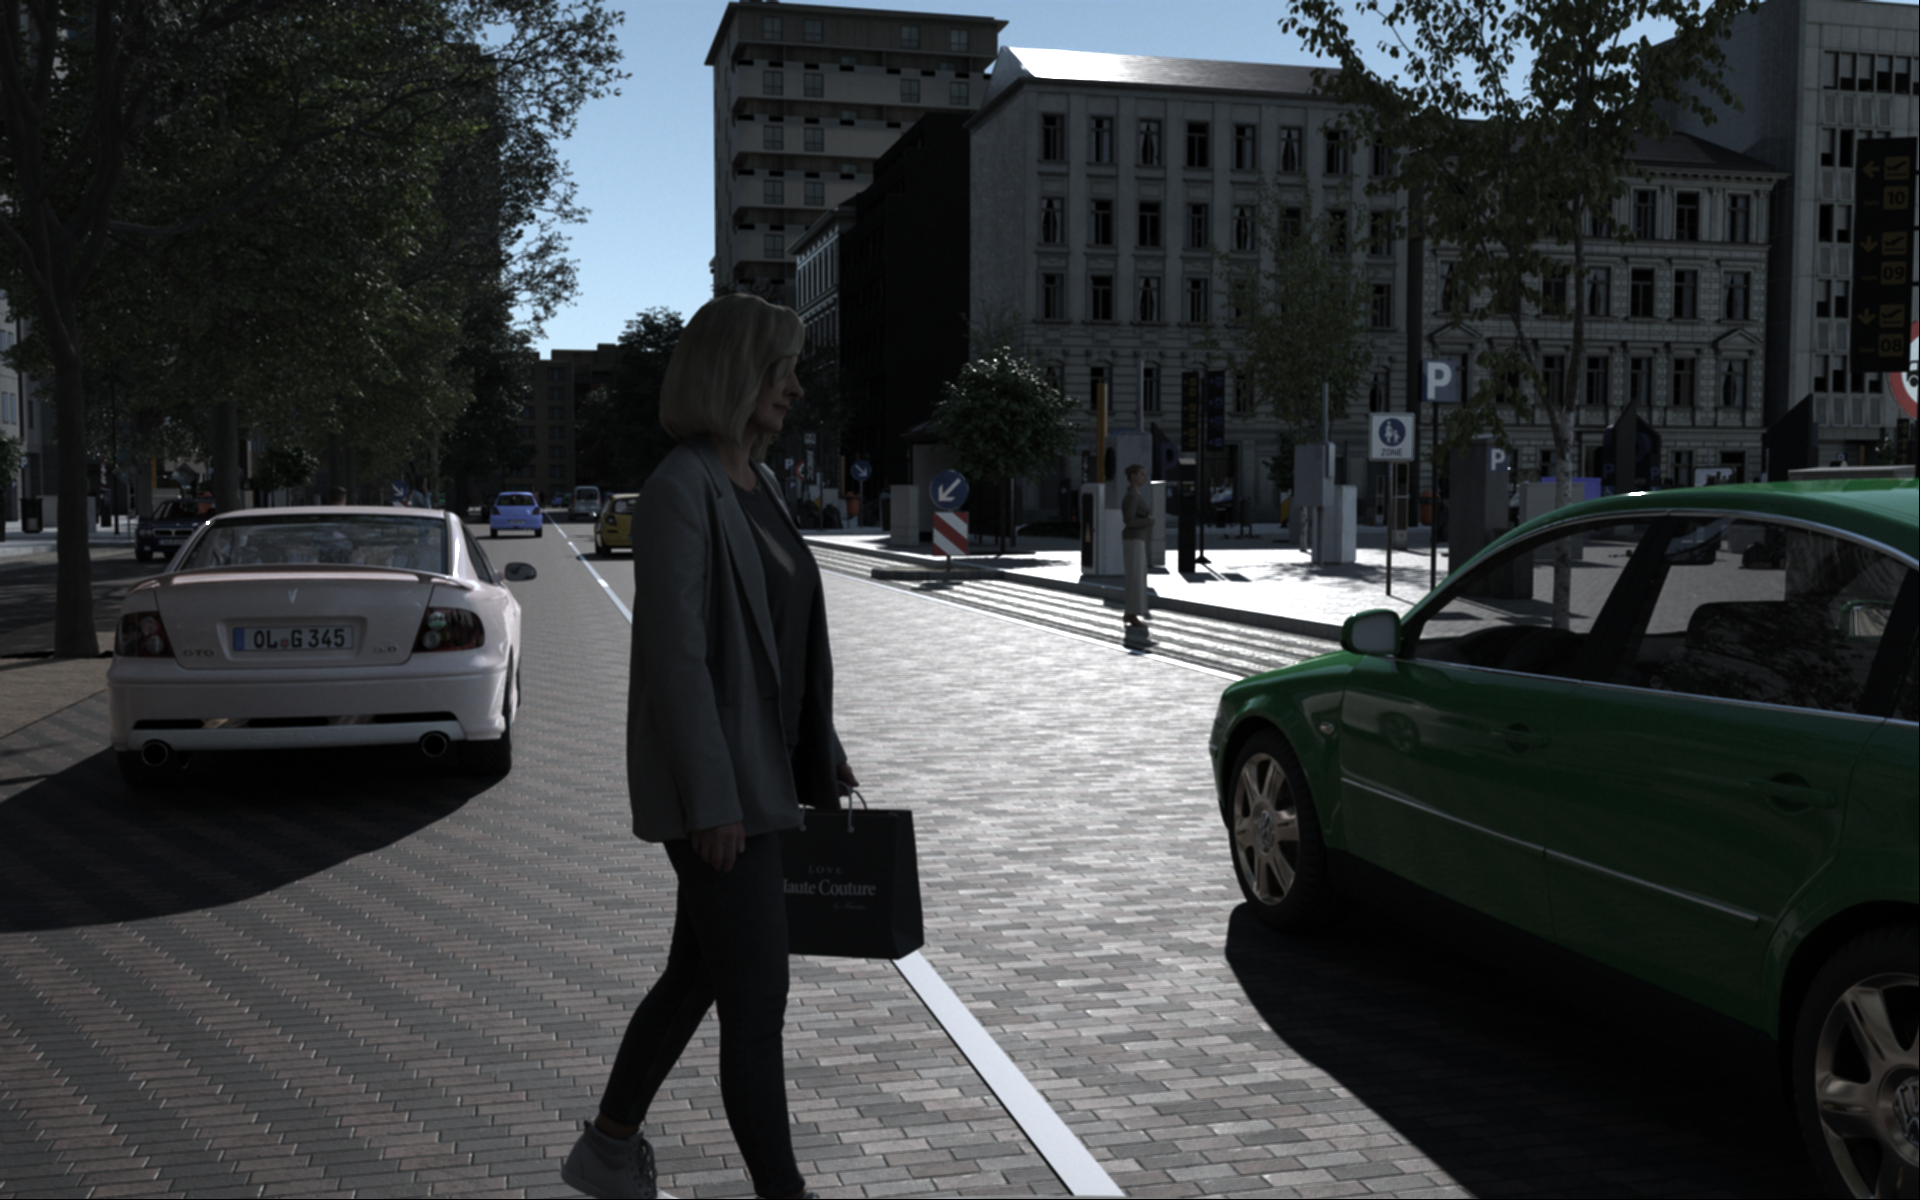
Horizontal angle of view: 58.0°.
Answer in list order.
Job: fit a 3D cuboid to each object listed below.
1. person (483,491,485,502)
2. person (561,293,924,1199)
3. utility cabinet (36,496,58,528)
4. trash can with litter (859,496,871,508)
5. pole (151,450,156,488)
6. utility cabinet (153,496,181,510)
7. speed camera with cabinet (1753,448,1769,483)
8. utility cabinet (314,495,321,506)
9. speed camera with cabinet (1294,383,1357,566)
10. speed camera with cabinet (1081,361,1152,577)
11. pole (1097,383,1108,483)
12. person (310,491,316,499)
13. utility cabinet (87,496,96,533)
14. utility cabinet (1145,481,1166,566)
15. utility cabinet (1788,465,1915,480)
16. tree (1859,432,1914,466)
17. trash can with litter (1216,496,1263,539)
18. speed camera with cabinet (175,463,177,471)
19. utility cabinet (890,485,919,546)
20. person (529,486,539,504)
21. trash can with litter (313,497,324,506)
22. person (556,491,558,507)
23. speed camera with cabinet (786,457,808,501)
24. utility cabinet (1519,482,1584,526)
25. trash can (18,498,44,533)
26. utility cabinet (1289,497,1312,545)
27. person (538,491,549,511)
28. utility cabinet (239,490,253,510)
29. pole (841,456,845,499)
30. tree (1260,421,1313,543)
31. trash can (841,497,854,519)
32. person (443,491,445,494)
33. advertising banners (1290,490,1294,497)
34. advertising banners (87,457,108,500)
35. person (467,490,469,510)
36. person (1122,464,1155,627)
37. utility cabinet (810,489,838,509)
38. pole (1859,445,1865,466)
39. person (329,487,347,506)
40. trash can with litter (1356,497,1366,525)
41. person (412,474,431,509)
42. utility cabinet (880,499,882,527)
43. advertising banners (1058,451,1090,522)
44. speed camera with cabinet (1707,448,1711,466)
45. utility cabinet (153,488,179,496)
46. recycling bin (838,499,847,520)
[{"bbox_3d":[-53.374,-11.374,194.405,0.705,1.831,1.348,0,4,-7],"label":"person"},{"bbox_3d":[-0.425,0.328,3.316,0.728,1.800,0.709,1,4,18],"label":"person"},{"bbox_3d":[-34.943,-3.393,66.636,1.020,1.237,0.306,-3,5,-43],"label":"utility cabinet"},{"bbox_3d":[-4.486,-4.566,86.047,1.055,1.170,0.624,1,4,20],"label":"trash can with litter"},{"bbox_3d":[-33.064,-4.723,71.061,0.158,3.312,0.155,0,3,0],"label":"pole"},{"bbox_3d":[-29.922,-3.311,65.304,1.020,1.237,0.306,0,4,-1],"label":"utility cabinet"},{"bbox_3d":[34.569,-4.963,75.477,0.660,3.252,2.038,0,4,-7],"label":"speed camera with cabinet"},{"bbox_3d":[-45.168,-6.762,121.719,0.306,1.237,1.020,-1,4,-9],"label":"utility cabinet"},{"bbox_3d":[6.657,-2.274,31.516,0.660,3.252,2.038,2,4,29],"label":"speed camera with cabinet"},{"bbox_3d":[2.367,-1.966,26.484,0.660,3.252,2.038,-1,4,-10],"label":"speed camera with cabinet"},{"bbox_3d":[2.620,-2.332,31.978,0.158,3.312,0.155,0,3,0],"label":"pole"},{"bbox_3d":[-76.055,-11.911,203.950,0.721,1.736,1.217,1,4,17],"label":"person"},{"bbox_3d":[-28.759,-2.816,57.206,0.306,1.237,1.020,-2,4,-34],"label":"utility cabinet"},{"bbox_3d":[3.215,-1.354,30.819,0.318,1.500,1.173,-2,4,-25],"label":"utility cabinet"},{"bbox_3d":[7.069,-0.310,13.751,0.318,1.500,1.173,-1,4,-12],"label":"utility cabinet"},{"bbox_3d":[28.888,-3.637,54.069,1.663,3.219,1.824,0,3,0],"label":"tree"},{"bbox_3d":[7.971,-2.383,50.014,1.678,1.210,2.233,3,5,40],"label":"trash can with litter"},{"bbox_3d":[-43.448,-6.114,94.294,2.038,3.252,0.660,-1,4,-9],"label":"speed camera with cabinet"},{"bbox_3d":[-1.348,-2.065,42.444,0.318,1.500,1.173,-2,4,-23],"label":"utility cabinet"},{"bbox_3d":[-19.769,-4.383,80.179,0.555,1.821,0.388,-2,4,-30],"label":"person"},{"bbox_3d":[-45.783,-6.896,124.142,0.624,1.170,1.055,2,4,25],"label":"trash can with litter"},{"bbox_3d":[-44.641,-11.164,191.588,0.434,1.755,0.990,0,4,-1],"label":"person"},{"bbox_3d":[-8.192,-5.947,91.567,2.038,3.252,0.660,2,4,23],"label":"speed camera with cabinet"},{"bbox_3d":[11.280,-1.492,33.072,1.173,1.500,0.318,-1,4,-9],"label":"utility cabinet"},{"bbox_3d":[-30.420,-2.759,56.762,0.748,1.137,0.748,0,3,0],"label":"trash can"},{"bbox_3d":[8.834,-2.005,43.941,0.306,1.237,1.020,-3,5,-42],"label":"utility cabinet"},{"bbox_3d":[-36.392,-8.659,150.903,1.217,1.723,0.721,0,4,3],"label":"person"},{"bbox_3d":[-44.125,-5.983,106.501,1.173,1.500,0.318,-2,4,-35],"label":"utility cabinet"},{"bbox_3d":[-6.236,-6.006,92.040,0.158,3.312,0.155,0,3,0],"label":"pole"},{"bbox_3d":[8.831,-3.136,45.877,1.663,3.219,1.824,0,3,0],"label":"tree"},{"bbox_3d":[-5.720,-4.683,88.227,0.748,1.137,0.748,0,3,0],"label":"trash can"},{"bbox_3d":[-48.877,-9.501,164.363,0.617,1.759,0.750,1,4,22],"label":"person"},{"bbox_3d":[12.296,-4.134,63.778,0.090,3.025,2.074,2,4,25],"label":"advertising banners"},{"bbox_3d":[-40.420,-5.161,80.572,0.090,3.025,2.074,1,4,20],"label":"advertising banners"},{"bbox_3d":[-44.595,-9.046,156.533,0.705,1.807,1.348,0,4,7],"label":"person"},{"bbox_3d":[1.914,-0.583,18.584,0.362,1.759,0.519,0,4,6],"label":"person"},{"bbox_3d":[-5.526,-3.768,70.279,1.173,1.500,0.318,-3,4,-39],"label":"utility cabinet"},{"bbox_3d":[37.699,-4.809,72.468,0.158,3.312,0.155,0,3,0],"label":"pole"},{"bbox_3d":[-7.082,-0.518,19.567,0.503,1.515,0.523,-3,4,-38],"label":"person"},{"bbox_3d":[16.455,-3.795,73.114,2.233,1.210,1.678,0,4,7],"label":"trash can with litter"},{"bbox_3d":[-9.810,-1.389,31.476,0.793,1.790,0.793,3,5,42],"label":"person"},{"bbox_3d":[-2.794,-3.429,67.234,0.306,1.237,1.020,1,4,19],"label":"utility cabinet"},{"bbox_3d":[4.649,-4.545,70.499,0.090,3.025,2.074,-2,4,-33],"label":"advertising banners"},{"bbox_3d":[32.244,-4.835,73.389,0.660,3.252,2.038,0,4,-5],"label":"speed camera with cabinet"},{"bbox_3d":[-30.657,-3.543,66.607,1.173,1.500,0.318,-1,4,-20],"label":"utility cabinet"},{"bbox_3d":[-6.013,-4.439,85.134,0.722,1.027,0.722,2,4,29],"label":"recycling bin"}]
